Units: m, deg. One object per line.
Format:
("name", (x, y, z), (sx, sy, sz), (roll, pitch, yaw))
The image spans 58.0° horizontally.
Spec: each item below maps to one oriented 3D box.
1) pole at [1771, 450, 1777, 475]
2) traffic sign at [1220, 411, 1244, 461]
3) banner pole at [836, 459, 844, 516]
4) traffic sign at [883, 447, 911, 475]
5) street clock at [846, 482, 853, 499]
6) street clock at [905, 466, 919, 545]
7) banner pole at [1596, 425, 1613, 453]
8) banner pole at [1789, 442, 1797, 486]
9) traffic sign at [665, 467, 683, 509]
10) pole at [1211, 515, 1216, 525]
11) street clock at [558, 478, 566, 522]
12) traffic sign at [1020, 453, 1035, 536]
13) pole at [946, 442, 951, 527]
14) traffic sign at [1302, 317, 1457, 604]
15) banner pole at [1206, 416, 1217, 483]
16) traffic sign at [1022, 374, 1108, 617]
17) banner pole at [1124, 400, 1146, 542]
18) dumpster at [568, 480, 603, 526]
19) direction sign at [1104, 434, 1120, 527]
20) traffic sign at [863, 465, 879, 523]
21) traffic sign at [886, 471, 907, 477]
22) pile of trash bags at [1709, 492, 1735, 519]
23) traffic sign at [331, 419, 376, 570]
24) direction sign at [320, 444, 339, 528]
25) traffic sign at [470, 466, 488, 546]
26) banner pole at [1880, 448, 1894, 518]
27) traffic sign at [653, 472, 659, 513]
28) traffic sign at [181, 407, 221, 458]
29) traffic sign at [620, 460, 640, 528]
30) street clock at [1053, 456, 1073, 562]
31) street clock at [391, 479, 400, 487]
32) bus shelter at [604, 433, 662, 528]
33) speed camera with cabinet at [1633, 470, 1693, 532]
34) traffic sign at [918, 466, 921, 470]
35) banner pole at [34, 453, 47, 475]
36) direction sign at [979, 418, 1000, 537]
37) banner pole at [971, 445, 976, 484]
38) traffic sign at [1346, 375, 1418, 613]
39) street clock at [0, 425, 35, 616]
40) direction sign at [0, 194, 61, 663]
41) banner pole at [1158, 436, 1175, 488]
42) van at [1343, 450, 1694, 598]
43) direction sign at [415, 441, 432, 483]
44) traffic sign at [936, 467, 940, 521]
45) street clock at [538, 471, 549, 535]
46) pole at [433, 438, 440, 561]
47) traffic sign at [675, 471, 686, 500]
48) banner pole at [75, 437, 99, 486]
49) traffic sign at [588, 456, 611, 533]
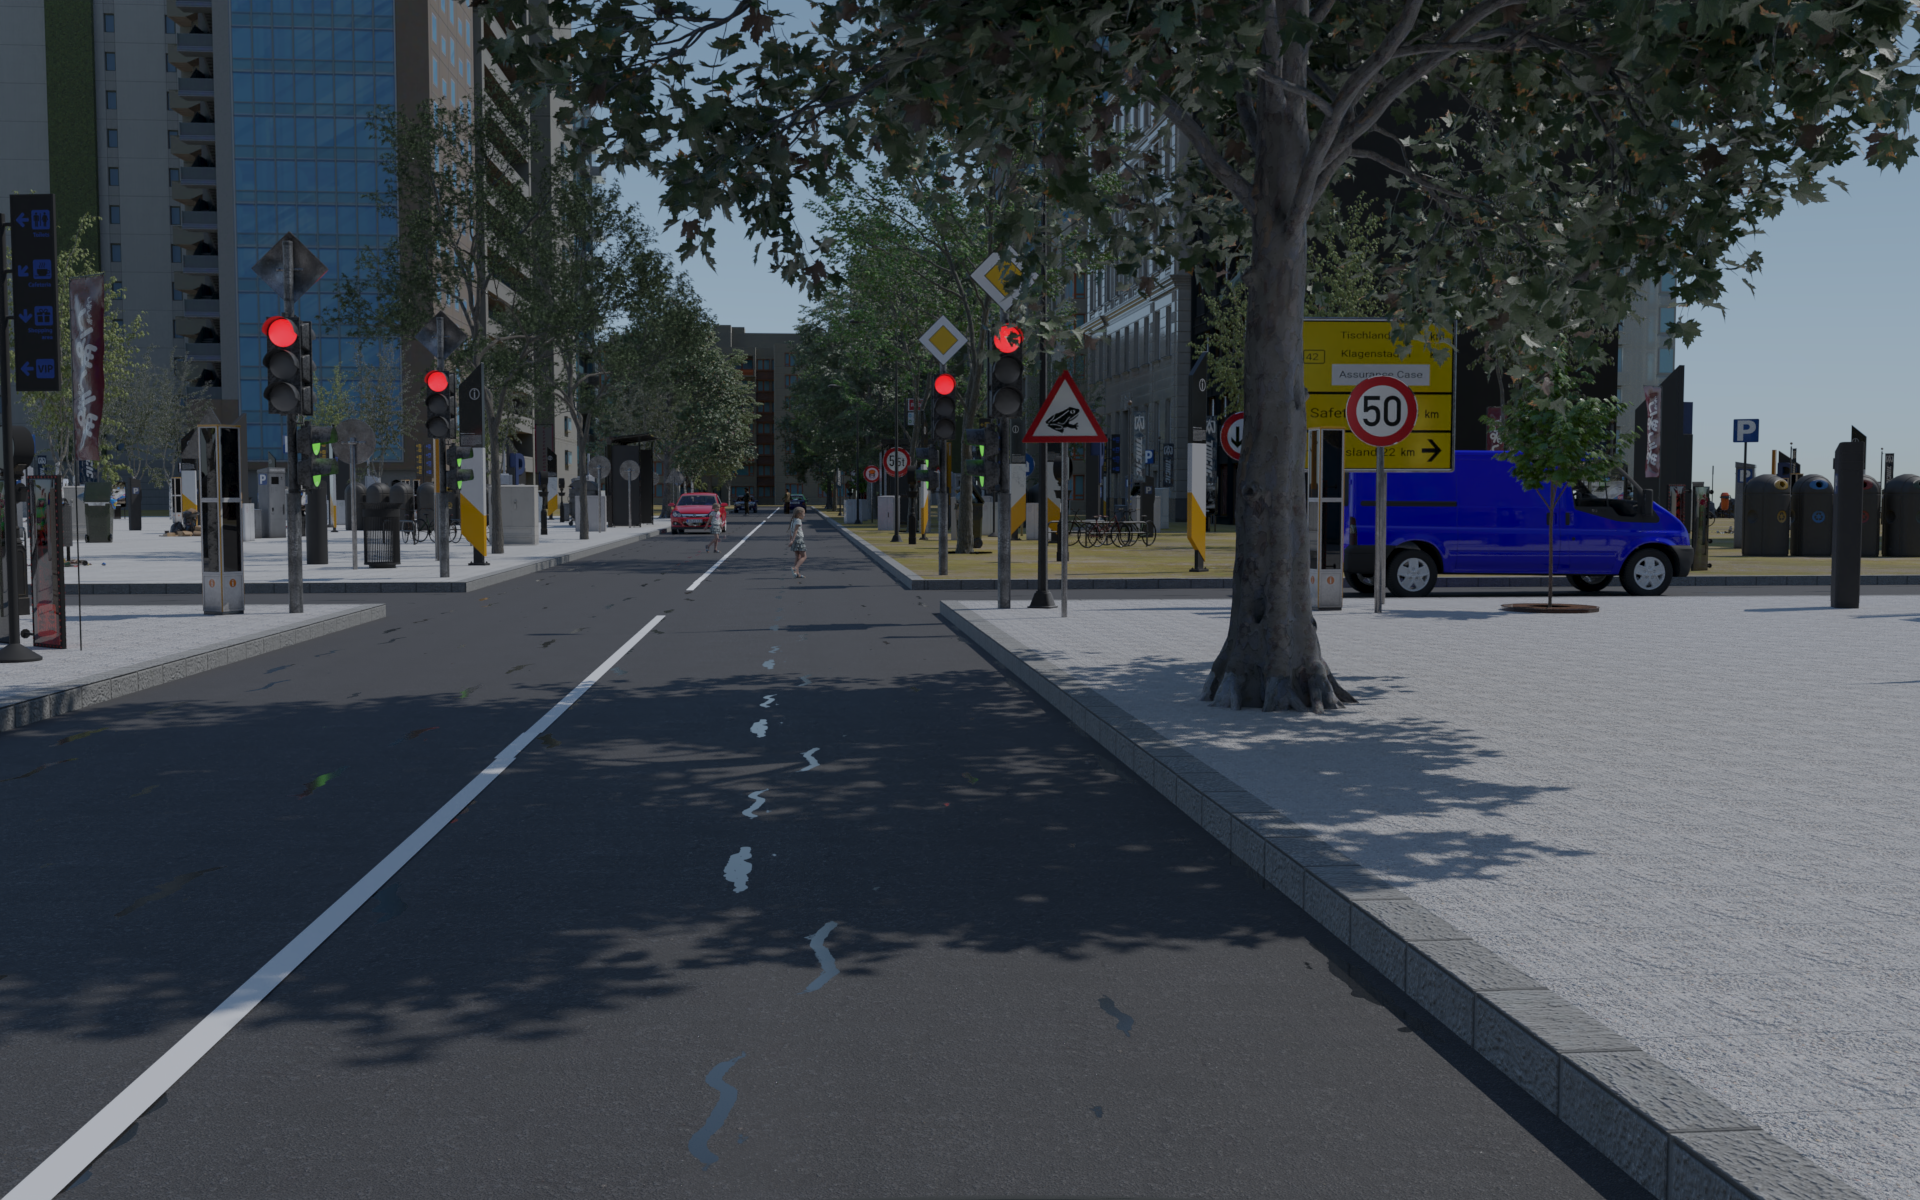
("pole", (37.400, -5.247, 79.633), (0.158, 3.312, 0.155), (0, 3, 0))
("traffic sign", (4.385, -1.632, 26.787), (0.768, 2.556, 0.104), (0, 4, -5))
("banner pole", (-6.862, -6.718, 99.862), (0.401, 3.779, 0.863), (3, 4, 38))
("traffic sign", (-1.711, -2.870, 47.034), (0.768, 2.556, 0.104), (0, 4, -1))
("street clock", (-6.057, -5.552, 95.343), (0.358, 2.002, 0.471), (-3, 5, -39))
("street clock", (-1.212, -2.416, 44.066), (0.358, 2.002, 0.471), (0, 4, 4))
("banner pole", (21.461, -4.143, 57.753), (0.863, 3.779, 0.401), (1, 4, 17))
("banner pole", (40.053, -5.708, 83.344), (0.401, 3.779, 0.863), (0, 4, 3))
("traffic sign", (-13.902, -5.147, 84.164), (0.884, 2.594, 0.081), (0, 4, -5))
("pole", (10.678, -4.840, 72.975), (0.158, 3.312, 0.155), (0, 3, 0))
("street clock", (-17.984, -4.505, 78.229), (0.358, 2.002, 0.471), (-1, 4, -21))
("traffic sign", (1.891, -3.230, 52.924), (0.768, 2.556, 0.104), (0, 4, -5))
("pole", (-0.444, -4.549, 68.227), (0.158, 3.312, 0.155), (0, 3, 0))
("traffic sign", (4.601, -1.601, 20.046), (2.265, 3.308, 0.079), (0, 4, -3))
("banner pole", (6.881, -3.599, 48.861), (0.863, 3.779, 0.401), (2, 4, 34))
("traffic sign", (1.084, -1.097, 17.948), (0.884, 2.594, 0.081), (0, 4, 2))
("banner pole", (4.673, -3.437, 46.204), (0.401, 3.779, 0.863), (-3, 4, -37))
("dumpster", (-15.254, -3.956, 70.439), (1.264, 1.857, 1.865), (0, 4, -6))
("direction sign", (5.628, -4.492, 65.444), (0.876, 3.537, 0.379), (-1, 4, -16))
("traffic sign", (-3.901, -4.698, 76.914), (0.768, 2.556, 0.104), (0, 3, 0))
("traffic sign", (-1.908, -3.204, 52.484), (0.768, 2.556, 0.104), (0, 4, 1))
("pile of trash bags", (40.429, -5.035, 92.079), (1.912, 1.369, 3.447), (1, 4, 14))
("traffic sign", (-10.275, -1.788, 29.343), (0.768, 2.556, 0.104), (0, 4, 1))
("direction sign", (-24.118, -4.538, 66.188), (0.379, 3.537, 0.876), (2, 4, 32))
("traffic sign", (-12.008, -2.597, 42.470), (0.884, 2.594, 0.081), (0, 4, -4))
("banner pole", (49.818, -6.312, 93.218), (0.401, 3.779, 0.863), (-3, 5, -41))
("traffic sign", (-17.451, -6.008, 98.338), (0.768, 2.556, 0.104), (0, 4, -2))
("traffic sign", (-11.205, -1.585, 25.916), (0.884, 2.594, 0.081), (0, 4, -3))
("traffic sign", (-12.400, -3.970, 65.021), (0.768, 2.556, 0.104), (0, 4, 3))
("street clock", (1.956, -1.733, 32.911), (0.358, 2.002, 0.471), (2, 4, 26))
("street clock", (-27.851, -4.954, 85.569), (0.471, 2.002, 0.358), (-2, 4, -29))
("bus shelter", (-13.040, -4.777, 69.393), (1.731, 3.624, 6.357), (0, 4, -6))
("speed camera with cabinet", (24.109, -3.972, 59.281), (2.038, 3.252, 0.660), (-1, 4, -11))
("traffic sign", (-1.523, -4.643, 76.017), (0.768, 2.556, 0.104), (0, 4, -5))
("banner pole", (-52.200, -6.618, 98.225), (0.863, 3.779, 0.401), (-1, 4, -17))
("direction sign", (1.015, -3.656, 51.766), (0.876, 3.537, 0.379), (0, 4, 0))
("banner pole", (0.516, -4.892, 70.000), (0.401, 3.779, 0.863), (-1, 4, -19))
("traffic sign", (4.516, -1.133, 18.629), (0.768, 2.556, 0.104), (0, 4, 2))
("street clock", (-9.997, -0.839, 18.291), (0.471, 2.002, 0.358), (2, 4, 29))
("direction sign", (-7.262, -1.297, 13.200), (0.876, 3.537, 0.379), (0, 4, 6))
("banner pole", (8.857, -5.200, 75.034), (0.863, 3.779, 0.401), (0, 4, 3))
("van", (7.657, -1.231, 24.518), (5.245, 2.365, 2.240), (0, 4, -7))
("direction sign", (-23.144, -5.063, 74.780), (0.379, 3.537, 0.876), (2, 4, 30))
("traffic sign", (-1.032, -5.027, 82.188), (0.884, 2.594, 0.081), (0, 4, 1))
("street clock", (-13.058, -3.043, 54.320), (0.358, 2.002, 0.471), (-2, 4, -25))
("pole", (-9.983, -2.405, 33.172), (0.158, 3.312, 0.155), (0, 3, 0))
("traffic sign", (-13.909, -5.156, 85.489), (0.795, 2.450, 0.064), (0, 4, -1))
("banner pole", (-28.390, -4.069, 56.538), (0.863, 3.779, 0.401), (0, 4, 3))
("traffic sign", (-11.948, -3.503, 57.381), (0.768, 2.556, 0.104), (0, 4, 4))
